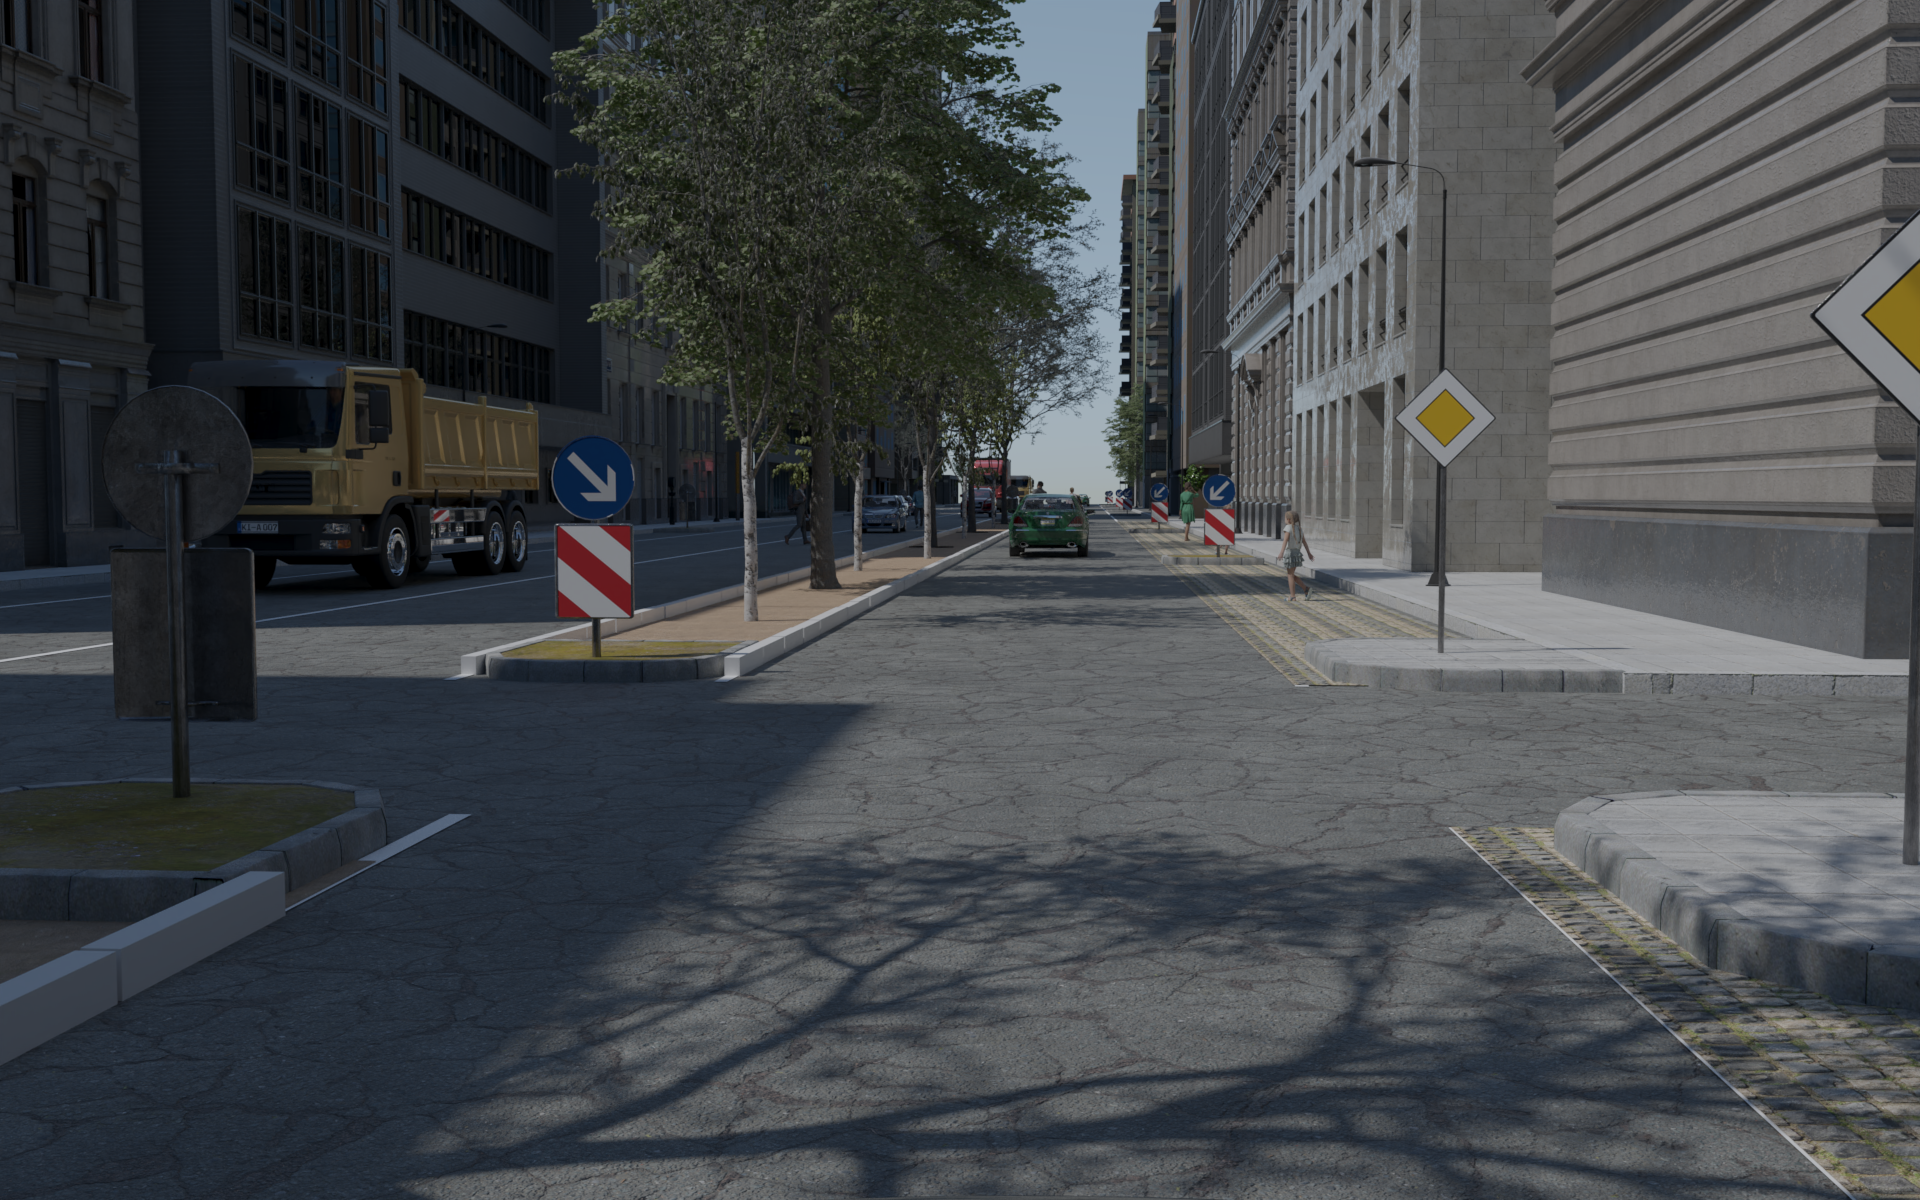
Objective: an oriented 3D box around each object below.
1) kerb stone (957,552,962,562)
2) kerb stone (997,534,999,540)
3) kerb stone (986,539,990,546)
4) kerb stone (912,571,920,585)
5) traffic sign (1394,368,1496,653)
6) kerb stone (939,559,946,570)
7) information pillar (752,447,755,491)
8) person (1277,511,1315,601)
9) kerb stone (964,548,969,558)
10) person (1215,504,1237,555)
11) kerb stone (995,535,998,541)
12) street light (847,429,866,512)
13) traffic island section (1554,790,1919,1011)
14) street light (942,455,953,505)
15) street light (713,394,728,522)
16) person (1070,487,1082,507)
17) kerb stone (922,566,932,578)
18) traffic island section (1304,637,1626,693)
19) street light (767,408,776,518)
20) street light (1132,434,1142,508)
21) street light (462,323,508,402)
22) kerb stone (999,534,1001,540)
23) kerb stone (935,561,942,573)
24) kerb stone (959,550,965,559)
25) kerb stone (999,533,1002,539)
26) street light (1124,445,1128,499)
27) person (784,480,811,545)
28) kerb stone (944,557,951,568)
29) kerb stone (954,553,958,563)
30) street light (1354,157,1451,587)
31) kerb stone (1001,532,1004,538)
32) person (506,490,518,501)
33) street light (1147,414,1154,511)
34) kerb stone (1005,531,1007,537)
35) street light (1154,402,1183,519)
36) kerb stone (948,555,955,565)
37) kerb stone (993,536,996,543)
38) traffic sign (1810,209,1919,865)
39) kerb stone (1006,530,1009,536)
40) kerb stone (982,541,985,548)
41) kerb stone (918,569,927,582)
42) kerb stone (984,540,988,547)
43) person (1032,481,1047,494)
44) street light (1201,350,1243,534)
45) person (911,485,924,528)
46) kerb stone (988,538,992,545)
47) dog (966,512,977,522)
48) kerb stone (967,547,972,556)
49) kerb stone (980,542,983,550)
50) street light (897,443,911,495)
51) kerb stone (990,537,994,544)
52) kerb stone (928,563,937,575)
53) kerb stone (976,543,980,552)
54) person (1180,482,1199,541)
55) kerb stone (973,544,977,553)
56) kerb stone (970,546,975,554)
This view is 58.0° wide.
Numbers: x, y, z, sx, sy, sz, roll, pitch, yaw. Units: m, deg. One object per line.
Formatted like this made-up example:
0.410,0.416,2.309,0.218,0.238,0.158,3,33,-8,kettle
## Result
-0.105,-0.873,36.608,0.120,0.150,1.000,0,4,4,kerb stone
1.014,-1.820,51.950,0.120,0.150,1.000,0,4,4,kerb stone
0.645,-1.507,46.833,0.120,0.150,1.000,0,4,4,kerb stone
-0.782,-0.318,27.395,0.120,0.150,1.000,0,4,4,kerb stone
3.874,-0.628,13.904,0.795,2.450,0.064,0,4,4,traffic sign
-0.407,-0.630,32.517,0.120,0.150,1.000,0,4,4,kerb stone
-10.310,-5.811,86.360,0.183,3.616,0.504,0,4,0,information pillar
4.430,-0.577,22.950,0.505,1.210,0.382,-3,5,-44,person
0.046,-1.007,38.655,0.120,0.150,1.000,0,4,4,kerb stone
6.176,-1.630,40.172,0.505,1.210,0.382,-2,4,-35,person
0.944,-1.757,50.929,0.120,0.150,1.000,0,4,4,kerb stone
-7.439,-9.280,124.273,1.470,5.913,1.316,0,4,4,street light
3.316,0.995,6.016,2.009,0.180,2.903,0,4,4,traffic island section
-1.447,-14.332,206.874,1.470,5.913,1.316,0,4,4,street light
-10.618,-6.520,79.145,1.470,5.913,1.316,0,4,4,street light
5.140,-4.218,78.139,0.731,1.740,0.598,1,4,10,person
-0.623,-0.443,29.438,0.120,0.150,1.000,0,4,4,kerb stone
3.898,0.508,13.980,2.009,0.180,2.903,0,4,4,traffic island section
-9.688,-7.293,91.782,1.470,5.913,1.316,0,4,4,street light
14.132,-9.828,133.225,1.470,5.913,1.316,0,4,4,street light
-13.006,-4.574,47.332,1.470,5.913,1.316,0,4,4,street light
1.089,-1.883,52.974,0.120,0.150,1.000,0,4,4,kerb stone
-0.481,-0.569,31.492,0.120,0.150,1.000,0,4,4,kerb stone
-0.036,-0.937,37.628,0.120,0.150,1.000,0,4,4,kerb stone
1.162,-1.942,54.004,0.120,0.150,1.000,0,4,4,kerb stone
16.316,-11.775,165.069,1.470,5.913,1.316,0,4,4,street light
-4.564,-2.494,49.249,0.822,1.834,0.622,0,4,5,person
-0.332,-0.694,33.543,0.120,0.150,1.000,0,4,4,kerb stone
-0.180,-0.818,35.589,0.120,0.150,1.000,0,4,4,kerb stone
6.134,-3.149,24.033,1.470,5.913,1.316,0,4,4,street light
1.236,-2.008,55.023,0.120,0.150,1.000,0,4,4,kerb stone
-11.615,-2.208,44.813,0.699,1.804,1.509,-1,4,-8,person
11.618,-7.849,100.880,1.470,5.913,1.316,0,4,4,street light
1.393,-2.128,57.063,0.120,0.150,1.000,0,4,4,kerb stone
10.709,-7.042,87.673,1.470,5.913,1.316,0,4,4,street light
-0.255,-0.756,34.562,0.120,0.150,1.000,0,4,4,kerb stone
0.867,-1.695,49.910,0.120,0.150,1.000,0,4,4,kerb stone
3.292,-0.141,5.941,0.795,2.450,0.064,0,4,4,traffic sign
1.463,-2.195,58.089,0.120,0.150,1.000,0,4,4,kerb stone
0.499,-1.382,44.791,0.120,0.150,1.000,0,4,4,kerb stone
-0.695,-0.377,28.419,0.120,0.150,1.000,0,4,4,kerb stone
0.573,-1.444,45.811,0.120,0.150,1.000,0,4,4,kerb stone
2.433,-2.861,55.080,0.655,1.846,0.447,-2,4,-32,person
8.438,-5.095,55.852,1.470,5.913,1.316,0,4,4,street light
-1.734,-3.959,73.254,0.660,1.820,0.620,-1,4,-12,person
0.719,-1.564,47.856,0.120,0.150,1.000,0,4,4,kerb stone
0.565,-4.274,89.165,0.406,0.507,0.540,3,5,39,dog
0.115,-1.067,39.677,0.120,0.150,1.000,0,4,4,kerb stone
0.417,-1.316,43.773,0.120,0.150,1.000,0,4,4,kerb stone
-5.079,-11.249,156.459,1.470,5.913,1.316,0,4,4,street light
0.795,-1.628,48.888,0.120,0.150,1.000,0,4,4,kerb stone
-0.554,-0.506,30.471,0.120,0.150,1.000,0,4,4,kerb stone
0.344,-1.257,42.753,0.120,0.150,1.000,0,4,4,kerb stone
6.906,-2.681,52.588,0.600,1.795,0.529,2,4,32,person
0.268,-1.193,41.722,0.120,0.150,1.000,0,4,4,kerb stone
0.190,-1.132,40.703,0.120,0.150,1.000,0,4,4,kerb stone
